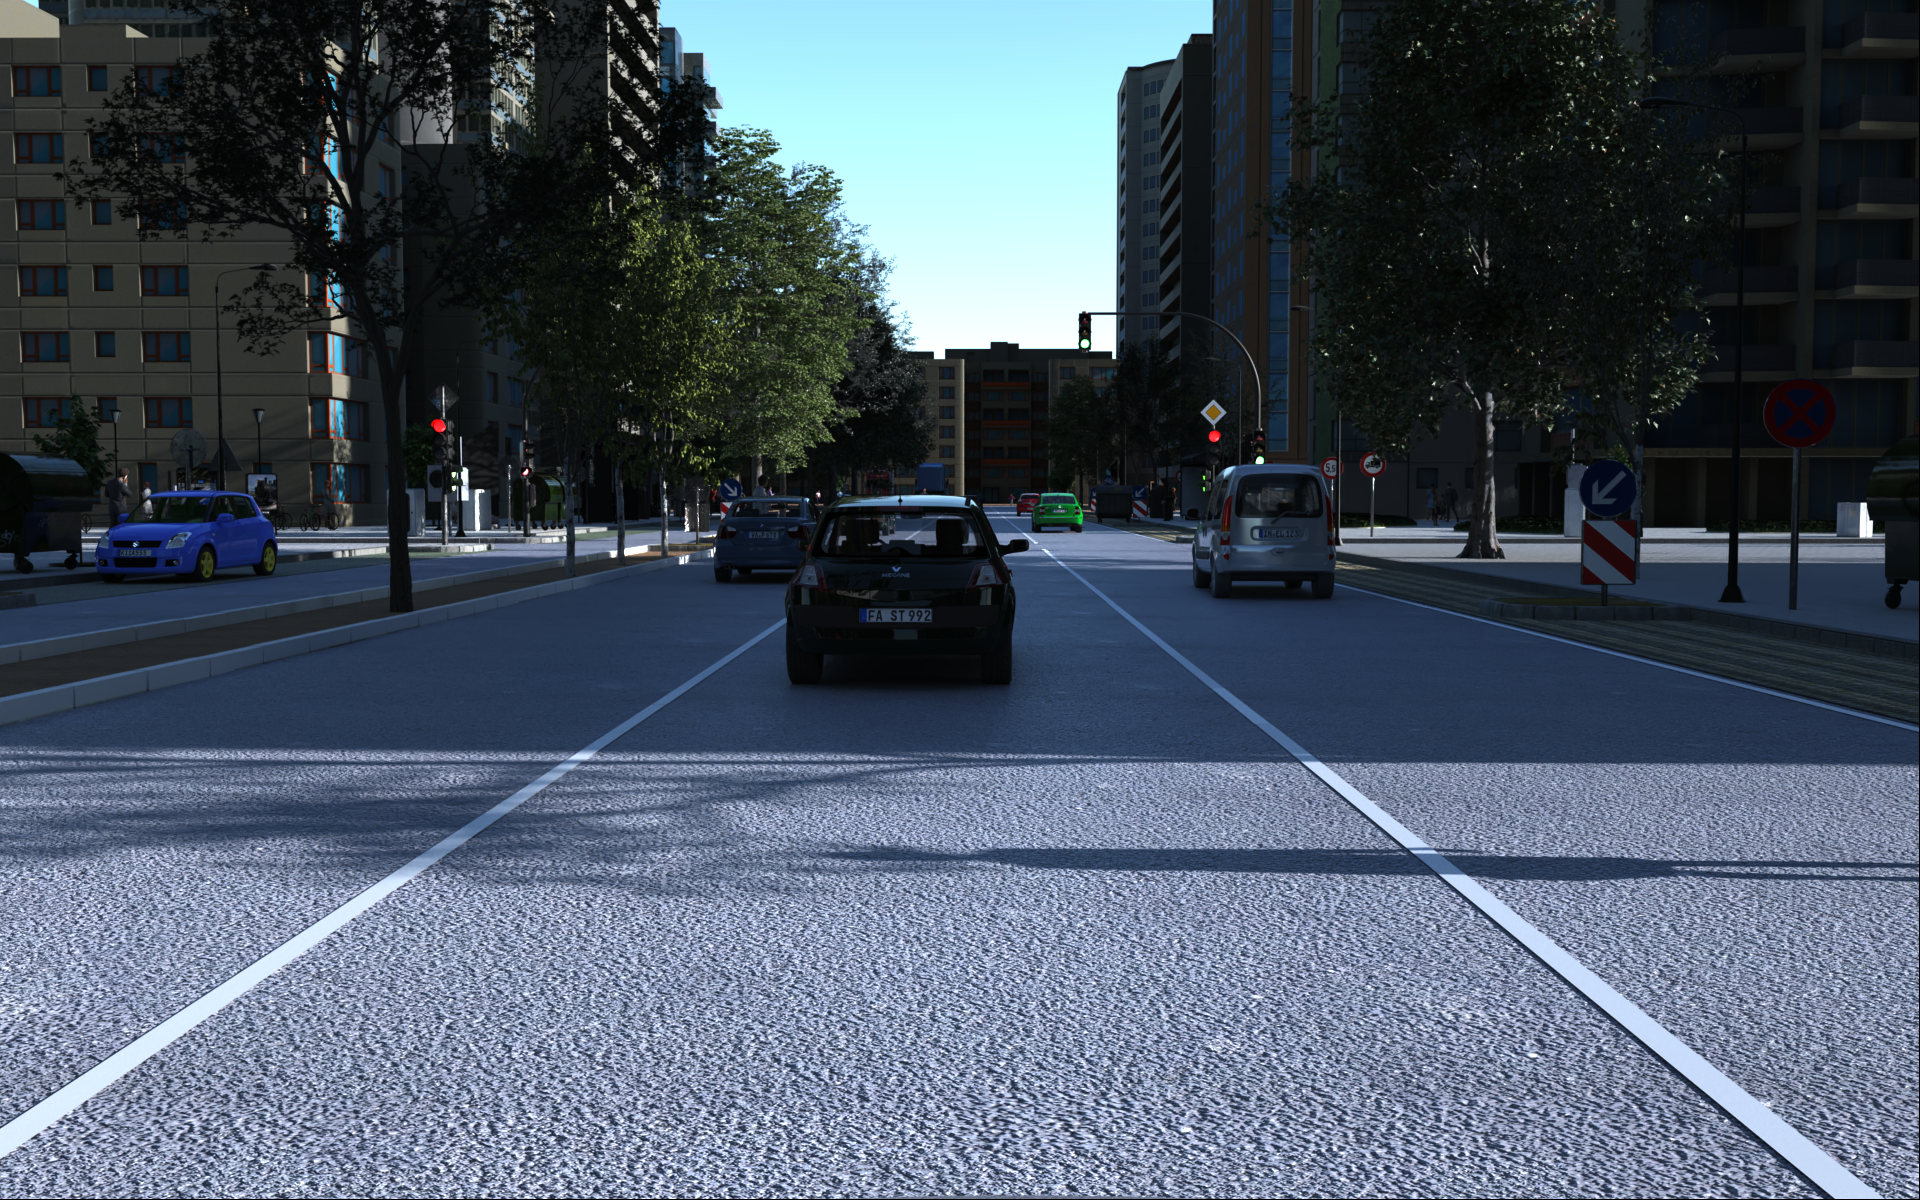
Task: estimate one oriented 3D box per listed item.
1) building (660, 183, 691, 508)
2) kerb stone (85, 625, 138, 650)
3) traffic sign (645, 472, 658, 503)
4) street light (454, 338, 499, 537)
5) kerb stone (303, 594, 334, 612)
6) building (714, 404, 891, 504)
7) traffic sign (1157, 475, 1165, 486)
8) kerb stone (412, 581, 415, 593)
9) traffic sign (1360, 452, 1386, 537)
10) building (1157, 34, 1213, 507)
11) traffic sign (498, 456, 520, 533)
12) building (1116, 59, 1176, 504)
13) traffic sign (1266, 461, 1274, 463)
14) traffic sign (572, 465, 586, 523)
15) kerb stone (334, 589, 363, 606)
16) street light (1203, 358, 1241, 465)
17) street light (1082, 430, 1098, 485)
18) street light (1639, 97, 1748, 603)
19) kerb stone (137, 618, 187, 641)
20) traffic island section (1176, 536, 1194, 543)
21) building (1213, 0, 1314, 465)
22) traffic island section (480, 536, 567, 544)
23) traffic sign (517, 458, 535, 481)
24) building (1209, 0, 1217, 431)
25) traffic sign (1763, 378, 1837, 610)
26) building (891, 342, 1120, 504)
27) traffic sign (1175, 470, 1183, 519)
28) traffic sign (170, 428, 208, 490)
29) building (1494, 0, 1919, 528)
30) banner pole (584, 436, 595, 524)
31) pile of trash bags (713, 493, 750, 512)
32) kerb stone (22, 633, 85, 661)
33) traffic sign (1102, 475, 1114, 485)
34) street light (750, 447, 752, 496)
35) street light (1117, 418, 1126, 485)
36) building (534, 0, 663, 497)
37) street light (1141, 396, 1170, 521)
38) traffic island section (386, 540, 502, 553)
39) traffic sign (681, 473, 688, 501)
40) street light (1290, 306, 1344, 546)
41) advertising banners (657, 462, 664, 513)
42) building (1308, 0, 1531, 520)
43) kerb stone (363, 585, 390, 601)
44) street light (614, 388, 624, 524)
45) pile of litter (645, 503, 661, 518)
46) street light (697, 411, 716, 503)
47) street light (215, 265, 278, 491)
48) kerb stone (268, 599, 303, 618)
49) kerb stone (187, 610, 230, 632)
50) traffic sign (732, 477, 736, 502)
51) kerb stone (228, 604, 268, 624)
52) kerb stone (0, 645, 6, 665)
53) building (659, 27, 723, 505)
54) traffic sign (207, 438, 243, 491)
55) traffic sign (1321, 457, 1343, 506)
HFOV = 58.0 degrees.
[{"bbox_3d":[-32.533,-23.508,156.055,14.160,30.474,14.107,0,4,0],"label":"building"},{"bbox_3d":[-8.042,0.364,16.258,0.120,0.150,1.000,0,4,0],"label":"kerb stone"},{"bbox_3d":[-17.494,-6.000,98.212,0.768,2.556,0.104,0,4,2],"label":"traffic sign"},{"bbox_3d":[-14.378,-4.832,51.546,1.470,5.913,1.316,0,4,0],"label":"street light"},{"bbox_3d":[-8.000,0.050,21.373,0.120,0.150,1.000,0,4,0],"label":"kerb stone"},{"bbox_3d":[-22.802,-23.851,234.995,28.899,21.520,27.650,0,4,0],"label":"building"},{"bbox_3d":[13.224,-7.067,115.555,0.884,2.594,0.081,0,4,4],"label":"traffic sign"},{"bbox_3d":[-7.959,-0.139,24.468,0.120,0.150,1.000,0,4,0],"label":"kerb stone"},{"bbox_3d":[12.353,-3.166,51.872,0.768,2.556,0.104,0,4,6],"label":"traffic sign"},{"bbox_3d":[32.424,-34.026,180.028,21.300,48.544,21.600,0,4,0],"label":"building"},{"bbox_3d":[-15.024,-3.521,57.680,0.768,2.556,0.104,0,4,4],"label":"traffic sign"},{"bbox_3d":[35.635,-42.129,230.808,28.212,58.520,21.231,0,4,0],"label":"building"},{"bbox_3d":[11.823,-4.058,66.455,0.768,2.556,0.104,0,4,2],"label":"traffic sign"},{"bbox_3d":[-16.673,-4.624,75.704,0.768,2.556,0.104,0,4,7],"label":"traffic sign"},{"bbox_3d":[-7.990,-0.008,22.409,0.120,0.150,1.000,0,4,0],"label":"kerb stone"},{"bbox_3d":[9.000,-5.301,59.209,1.470,5.913,1.316,0,4,0],"label":"street light"},{"bbox_3d":[9.486,-9.415,126.476,1.470,5.913,1.316,0,4,0],"label":"street light"},{"bbox_3d":[8.645,-2.929,20.437,1.470,5.913,1.316,0,4,0],"label":"street light"},{"bbox_3d":[-8.025,0.300,17.285,0.120,0.150,1.000,0,4,0],"label":"kerb stone"},{"bbox_3d":[7.513,-1.784,51.457,2.009,0.180,2.903,0,4,0],"label":"traffic island section"},{"bbox_3d":[28.851,-30.061,141.600,14.600,45.320,14.200,0,4,0],"label":"building"},{"bbox_3d":[-12.928,-1.795,51.632,2.009,0.180,2.903,0,4,0],"label":"traffic island section"},{"bbox_3d":[-14.894,-3.613,59.181,0.768,2.556,0.104,1,4,9],"label":"traffic sign"},{"bbox_3d":[32.401,-44.038,158.270,20.563,71.187,20.611,0,4,0],"label":"building"},{"bbox_3d":[9.251,-1.166,19.163,0.768,2.556,0.104,1,4,8],"label":"traffic sign"},{"bbox_3d":[6.101,-23.877,235.430,28.899,21.520,27.650,0,4,0],"label":"building"},{"bbox_3d":[11.528,-5.479,89.679,0.768,2.556,0.104,1,4,9],"label":"traffic sign"},{"bbox_3d":[-14.989,-2.053,33.670,0.768,2.556,0.104,0,4,8],"label":"traffic sign"},{"bbox_3d":[38.854,-25.672,74.354,28.867,44.769,22.147,0,4,0],"label":"building"},{"bbox_3d":[-15.719,-5.105,73.487,0.401,3.779,0.863,1,4,21],"label":"banner pole"},{"bbox_3d":[-15.665,-6.774,120.511,3.447,1.369,1.912,2,4,32],"label":"pile of trash bags"},{"bbox_3d":[-8.041,0.426,15.236,0.120,0.150,1.000,0,4,0],"label":"kerb stone"},{"bbox_3d":[9.880,-7.057,115.483,0.768,2.556,0.104,0,4,6],"label":"traffic sign"},{"bbox_3d":[-13.751,-8.914,118.280,1.470,5.913,1.316,0,4,0],"label":"street light"},{"bbox_3d":[9.363,-8.038,103.958,1.470,5.913,1.316,0,4,0],"label":"street light"},{"bbox_3d":[-36.228,-31.406,137.192,21.300,48.544,21.600,0,4,0],"label":"building"},{"bbox_3d":[9.244,-6.684,81.823,1.470,5.913,1.316,0,4,0],"label":"street light"},{"bbox_3d":[-12.995,-1.307,43.647,2.009,0.180,2.903,0,4,0],"label":"traffic island section"},{"bbox_3d":[-16.785,-6.444,105.458,0.768,2.556,0.104,0,4,6],"label":"traffic sign"},{"bbox_3d":[8.837,-4.304,42.904,1.470,5.913,1.316,0,4,0],"label":"street light"},{"bbox_3d":[-16.758,-6.162,96.944,0.090,3.025,2.074,-1,4,-19],"label":"advertising banners"},{"bbox_3d":[25.910,-25.017,92.620,14.154,41.232,14.086,0,4,0],"label":"building"},{"bbox_3d":[-7.971,-0.076,23.439,0.120,0.150,1.000,0,4,0],"label":"kerb stone"},{"bbox_3d":[-14.106,-6.204,73.984,1.470,5.913,1.316,0,4,0],"label":"street light"},{"bbox_3d":[-17.034,-4.957,95.018,1.719,0.858,1.176,0,4,4],"label":"pile of litter"},{"bbox_3d":[-13.999,-7.558,96.119,1.470,5.913,1.316,0,4,0],"label":"street light"},{"bbox_3d":[-14.488,-3.830,35.158,1.470,5.913,1.316,0,4,0],"label":"street light"},{"bbox_3d":[-8.002,0.113,20.351,0.120,0.150,1.000,0,4,0],"label":"kerb stone"},{"bbox_3d":[-8.018,0.245,18.307,0.120,0.150,1.000,0,4,0],"label":"kerb stone"},{"bbox_3d":[-15.528,-7.249,118.520,0.884,2.594,0.081,0,4,2],"label":"traffic sign"},{"bbox_3d":[-8.018,0.175,19.329,0.120,0.150,1.000,0,4,0],"label":"kerb stone"},{"bbox_3d":[-8.055,0.489,14.208,0.120,0.150,1.000,0,4,0],"label":"kerb stone"},{"bbox_3d":[-40.258,-34.219,179.089,30.456,49.044,23.786,0,4,0],"label":"building"},{"bbox_3d":[-17.065,-2.459,40.207,0.884,2.594,0.081,1,4,9],"label":"traffic sign"},{"bbox_3d":[12.721,-3.621,59.306,0.768,2.556,0.104,0,4,8],"label":"traffic sign"}]
